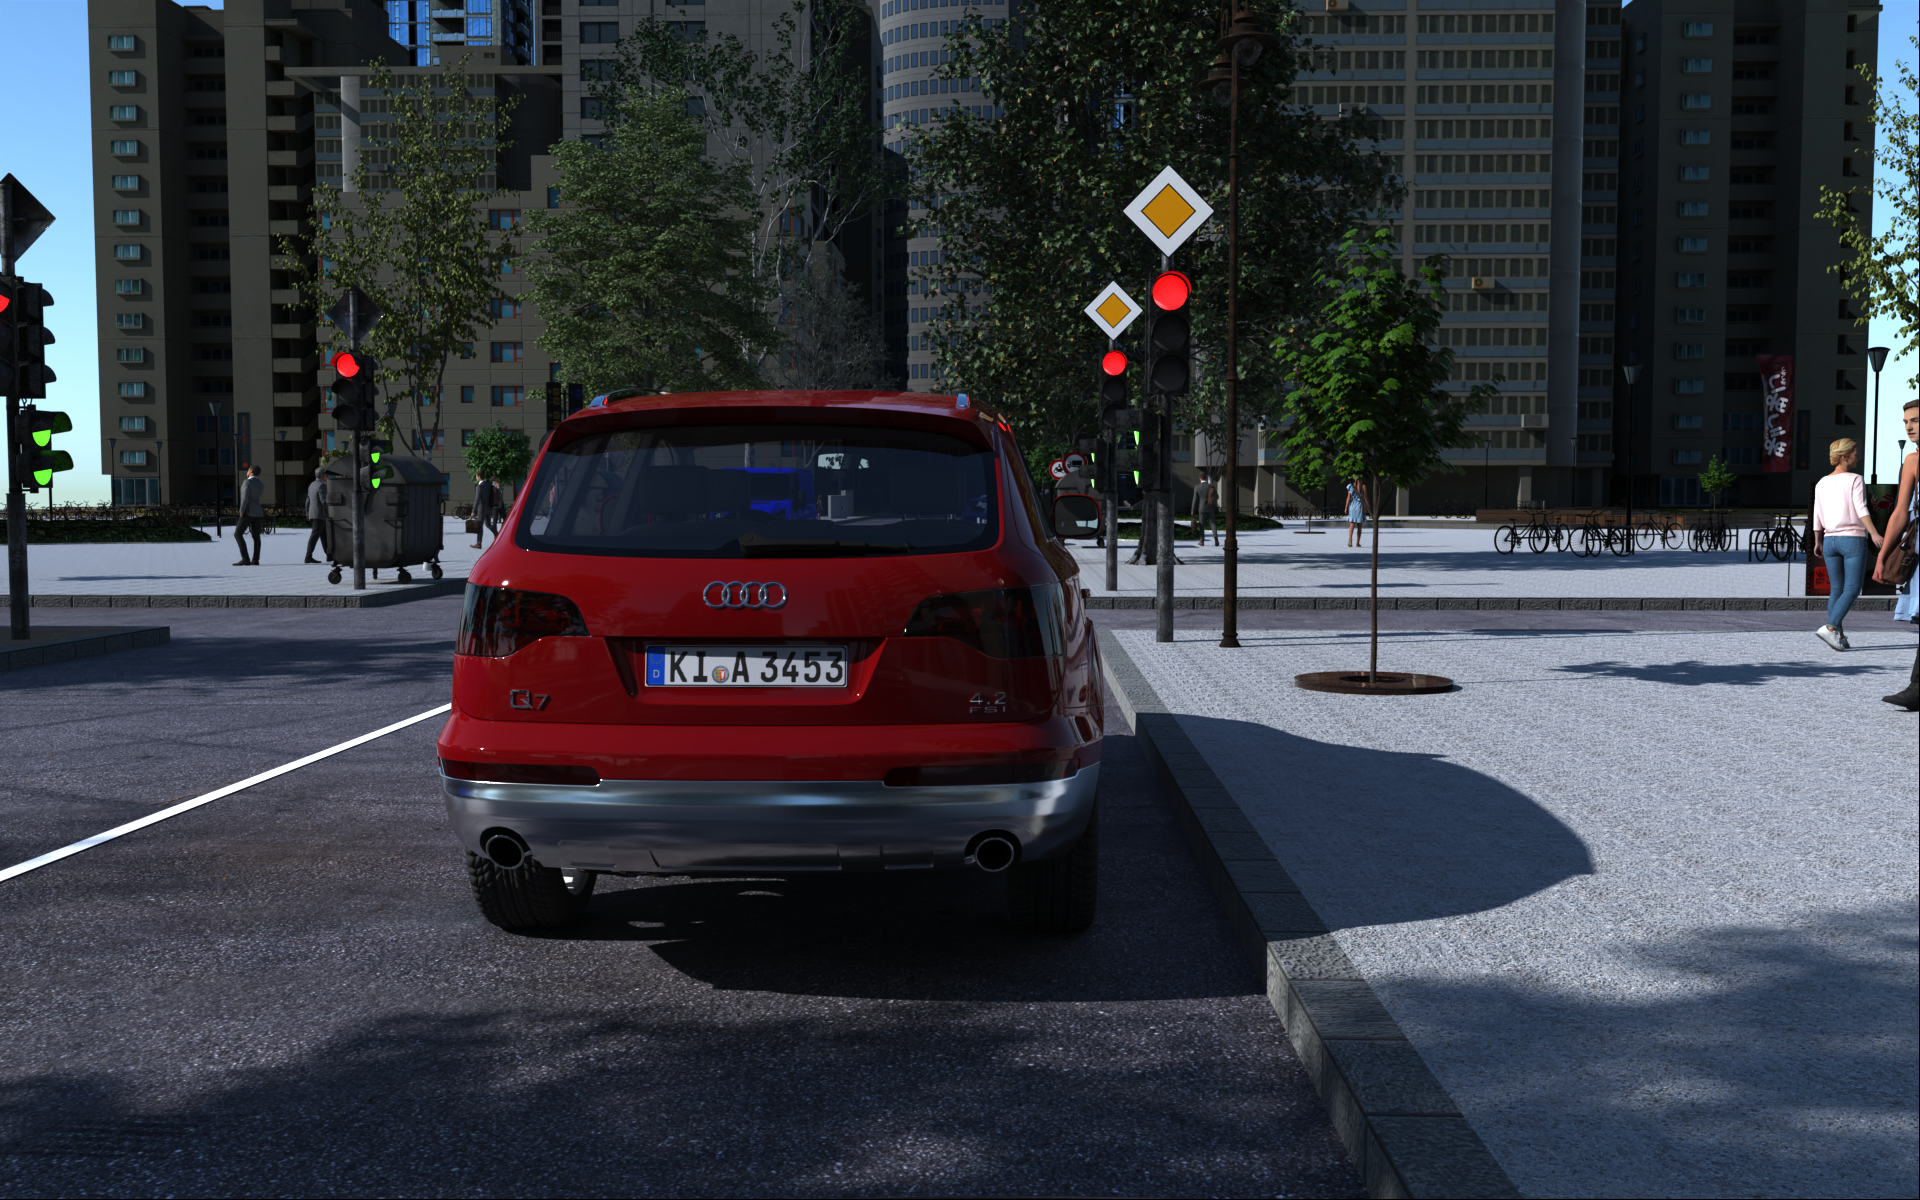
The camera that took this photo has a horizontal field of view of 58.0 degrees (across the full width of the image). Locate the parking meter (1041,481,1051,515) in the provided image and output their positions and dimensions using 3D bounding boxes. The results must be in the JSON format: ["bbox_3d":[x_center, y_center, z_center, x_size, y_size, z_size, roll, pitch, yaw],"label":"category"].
[{"bbox_3d":[3.935,-4.496,79.215,0.399,1.863,0.255,-1,4,-8],"label":"parking meter"}]

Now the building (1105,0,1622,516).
[{"bbox_3d":[24.758,-25.729,112.542,32.217,40.220,23.993,0,4,2],"label":"building"}]

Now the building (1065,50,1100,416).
[{"bbox_3d":[16.887,-31.348,162.644,14.600,45.320,14.200,0,4,2],"label":"building"}]

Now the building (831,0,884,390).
[{"bbox_3d":[-18.341,-32.878,161.258,21.600,48.544,21.300,0,4,2],"label":"building"}]

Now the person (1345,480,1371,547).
[{"bbox_3d":[9.590,-2.177,41.737,0.616,1.811,0.778,2,4,26],"label":"person"}]

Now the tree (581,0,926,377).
[{"bbox_3d":[-6.188,-12.651,62.738,12.611,20.169,13.585,0,3,0],"label":"tree"}]

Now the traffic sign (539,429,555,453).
[{"bbox_3d":[-7.884,-2.069,33.940,0.768,2.556,0.104,0,4,6],"label":"traffic sign"}]

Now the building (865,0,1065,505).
[{"bbox_3d":[3.422,-39.889,194.178,28.212,58.520,21.231,0,4,2],"label":"building"}]

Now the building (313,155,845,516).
[{"bbox_3d":[-22.692,-16.414,113.413,27.650,21.520,28.899,0,4,2],"label":"building"}]

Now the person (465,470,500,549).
[{"bbox_3d":[-11.097,-2.108,40.478,0.822,1.834,0.622,1,4,13],"label":"person"}]

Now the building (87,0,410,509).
[{"bbox_3d":[-65.225,-32.932,162.140,21.600,48.544,21.300,0,4,2],"label":"building"}]

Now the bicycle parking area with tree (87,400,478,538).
[{"bbox_3d":[-20.291,-4.065,53.465,8.231,4.147,9.016,0,4,6],"label":"bicycle parking area with tree"}]

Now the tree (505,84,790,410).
[{"bbox_3d":[-8.622,-7.953,48.158,7.486,12.596,7.792,0,3,0],"label":"tree"}]

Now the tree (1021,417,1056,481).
[{"bbox_3d":[6.822,-13.134,165.110,4.737,8.622,4.395,0,3,0],"label":"tree"}]

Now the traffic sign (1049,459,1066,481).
[{"bbox_3d":[3.603,-3.831,62.748,0.768,2.556,0.104,0,4,6],"label":"traffic sign"}]

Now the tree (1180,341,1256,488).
[{"bbox_3d":[10.529,-7.403,71.401,4.360,8.622,3.978,0,3,0],"label":"tree"}]

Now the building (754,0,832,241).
[{"bbox_3d":[-18.623,-42.706,136.496,20.563,71.187,20.611,0,4,2],"label":"building"}]

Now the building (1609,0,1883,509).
[{"bbox_3d":[70.243,-32.663,157.741,21.600,48.544,21.300,0,4,2],"label":"building"}]

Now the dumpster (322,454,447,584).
[{"bbox_3d":[-8.365,-1.190,25.223,1.264,1.857,1.865,0,4,2],"label":"dumpster"}]

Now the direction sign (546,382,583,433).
[{"bbox_3d":[-8.046,-2.650,35.324,0.379,3.537,0.876,3,5,42],"label":"direction sign"}]

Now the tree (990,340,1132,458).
[{"bbox_3d":[4.854,-10.008,98.046,8.767,10.594,7.601,1,4,13],"label":"tree"}]

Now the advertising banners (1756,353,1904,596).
[{"bbox_3d":[10.906,-1.562,21.719,2.074,3.025,0.090,0,4,-8],"label":"advertising banners"}]

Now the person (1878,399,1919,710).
[{"bbox_3d":[5.776,-0.277,10.343,0.755,1.850,0.659,-1,4,-14],"label":"person"}]

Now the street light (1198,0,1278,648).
[{"bbox_3d":[2.266,-2.543,14.364,0.468,5.910,1.993,0,4,2],"label":"street light"}]

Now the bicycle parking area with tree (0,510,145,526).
[{"bbox_3d":[-37.241,-4.946,67.866,9.016,4.147,8.231,1,4,21],"label":"bicycle parking area with tree"}]

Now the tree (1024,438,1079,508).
[{"bbox_3d":[5.070,-6.625,92.026,4.285,4.588,4.351,0,3,0],"label":"tree"}]

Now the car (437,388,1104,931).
[{"bbox_3d":[-0.518,0.088,7.235,2.281,1.827,5.304,0,4,1],"label":"car"}]

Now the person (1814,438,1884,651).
[{"bbox_3d":[7.260,-0.459,14.224,0.598,1.740,0.731,-2,4,-34],"label":"person"}]

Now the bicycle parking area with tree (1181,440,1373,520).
[{"bbox_3d":[16.485,-6.271,89.527,9.016,4.147,8.231,-3,4,-36],"label":"bicycle parking area with tree"}]

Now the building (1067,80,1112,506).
[{"bbox_3d":[20.094,-50.523,138.724,22.319,86.520,31.000,0,4,2],"label":"building"}]

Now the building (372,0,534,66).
[{"bbox_3d":[-61.640,-54.053,196.433,31.000,86.520,22.319,0,4,2],"label":"building"}]

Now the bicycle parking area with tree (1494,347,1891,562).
[{"bbox_3d":[16.447,-2.997,36.008,9.016,4.147,8.231,-2,4,-25],"label":"bicycle parking area with tree"}]

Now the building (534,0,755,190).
[{"bbox_3d":[-35.203,-46.273,194.811,20.611,71.187,20.563,0,4,2],"label":"building"}]

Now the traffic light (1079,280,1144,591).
[{"bbox_3d":[1.998,-2.079,22.906,0.839,4.253,0.868,0,4,2],"label":"traffic light"}]

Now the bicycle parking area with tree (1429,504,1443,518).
[{"bbox_3d":[29.764,-6.311,90.181,9.016,4.147,8.231,-2,4,-25],"label":"bicycle parking area with tree"}]

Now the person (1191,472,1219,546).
[{"bbox_3d":[6.039,-2.238,42.604,0.622,1.834,0.822,-1,4,-12],"label":"person"}]

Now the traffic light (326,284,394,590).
[{"bbox_3d":[-8.060,-2.096,23.188,0.839,4.253,0.868,0,4,2],"label":"traffic light"}]

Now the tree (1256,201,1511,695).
[{"bbox_3d":[2.884,-1.033,11.495,1.663,3.219,1.824,0,3,0],"label":"tree"}]

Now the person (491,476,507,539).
[{"bbox_3d":[-13.188,-2.650,49.558,0.473,1.802,0.592,3,4,36],"label":"person"}]

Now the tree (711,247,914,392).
[{"bbox_3d":[-7.482,-10.694,85.224,12.009,13.543,11.850,0,3,0],"label":"tree"}]

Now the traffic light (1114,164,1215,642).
[{"bbox_3d":[1.760,-1.590,14.924,0.839,4.253,0.868,0,4,2],"label":"traffic light"}]

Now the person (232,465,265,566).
[{"bbox_3d":[-12.805,-1.527,31.183,0.473,1.802,0.592,2,4,30],"label":"person"}]

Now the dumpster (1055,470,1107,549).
[{"bbox_3d":[2.918,-2.185,41.488,1.264,1.857,1.865,0,4,2],"label":"dumpster"}]

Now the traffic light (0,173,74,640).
[{"bbox_3d":[-8.297,-1.608,15.206,0.839,4.253,0.868,0,4,2],"label":"traffic light"}]

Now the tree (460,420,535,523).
[{"bbox_3d":[-20.326,-5.655,76.169,4.285,4.588,4.351,0,3,0],"label":"tree"}]

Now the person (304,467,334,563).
[{"bbox_3d":[-11.884,-1.584,32.333,0.661,1.777,0.834,3,4,37],"label":"person"}]

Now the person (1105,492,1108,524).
[{"bbox_3d":[5.810,-3.977,71.421,0.721,1.781,0.623,1,4,10],"label":"person"}]

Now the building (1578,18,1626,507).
[{"bbox_3d":[52.059,-31.310,162.035,14.200,45.320,14.600,0,4,2],"label":"building"}]

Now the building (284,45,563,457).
[{"bbox_3d":[-42.431,-28.390,156.053,23.993,40.220,32.217,0,4,2],"label":"building"}]

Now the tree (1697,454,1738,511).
[{"bbox_3d":[36.606,-5.482,84.229,1.663,3.219,1.824,0,3,0],"label":"tree"}]

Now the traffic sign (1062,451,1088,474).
[{"bbox_3d":[3.389,-3.123,51.162,0.768,2.556,0.104,0,4,7],"label":"traffic sign"}]

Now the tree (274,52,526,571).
[{"bbox_3d":[-9.088,-4.811,29.030,4.737,8.622,4.395,0,3,0],"label":"tree"}]

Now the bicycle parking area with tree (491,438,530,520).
[{"bbox_3d":[-22.145,-6.243,89.073,9.016,4.147,8.231,0,4,0],"label":"bicycle parking area with tree"}]

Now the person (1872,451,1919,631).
[{"bbox_3d":[5.127,-0.178,9.051,0.616,1.811,0.778,2,4,35],"label":"person"}]

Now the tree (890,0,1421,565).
[{"bbox_3d":[3.480,-6.992,31.327,9.611,12.733,9.660,0,3,0],"label":"tree"}]

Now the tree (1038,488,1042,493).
[{"bbox_3d":[5.867,-8.116,127.297,1.663,3.219,1.824,0,3,0],"label":"tree"}]

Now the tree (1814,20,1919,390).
[{"bbox_3d":[15.224,-4.639,26.208,4.737,8.622,4.395,0,3,0],"label":"tree"}]
